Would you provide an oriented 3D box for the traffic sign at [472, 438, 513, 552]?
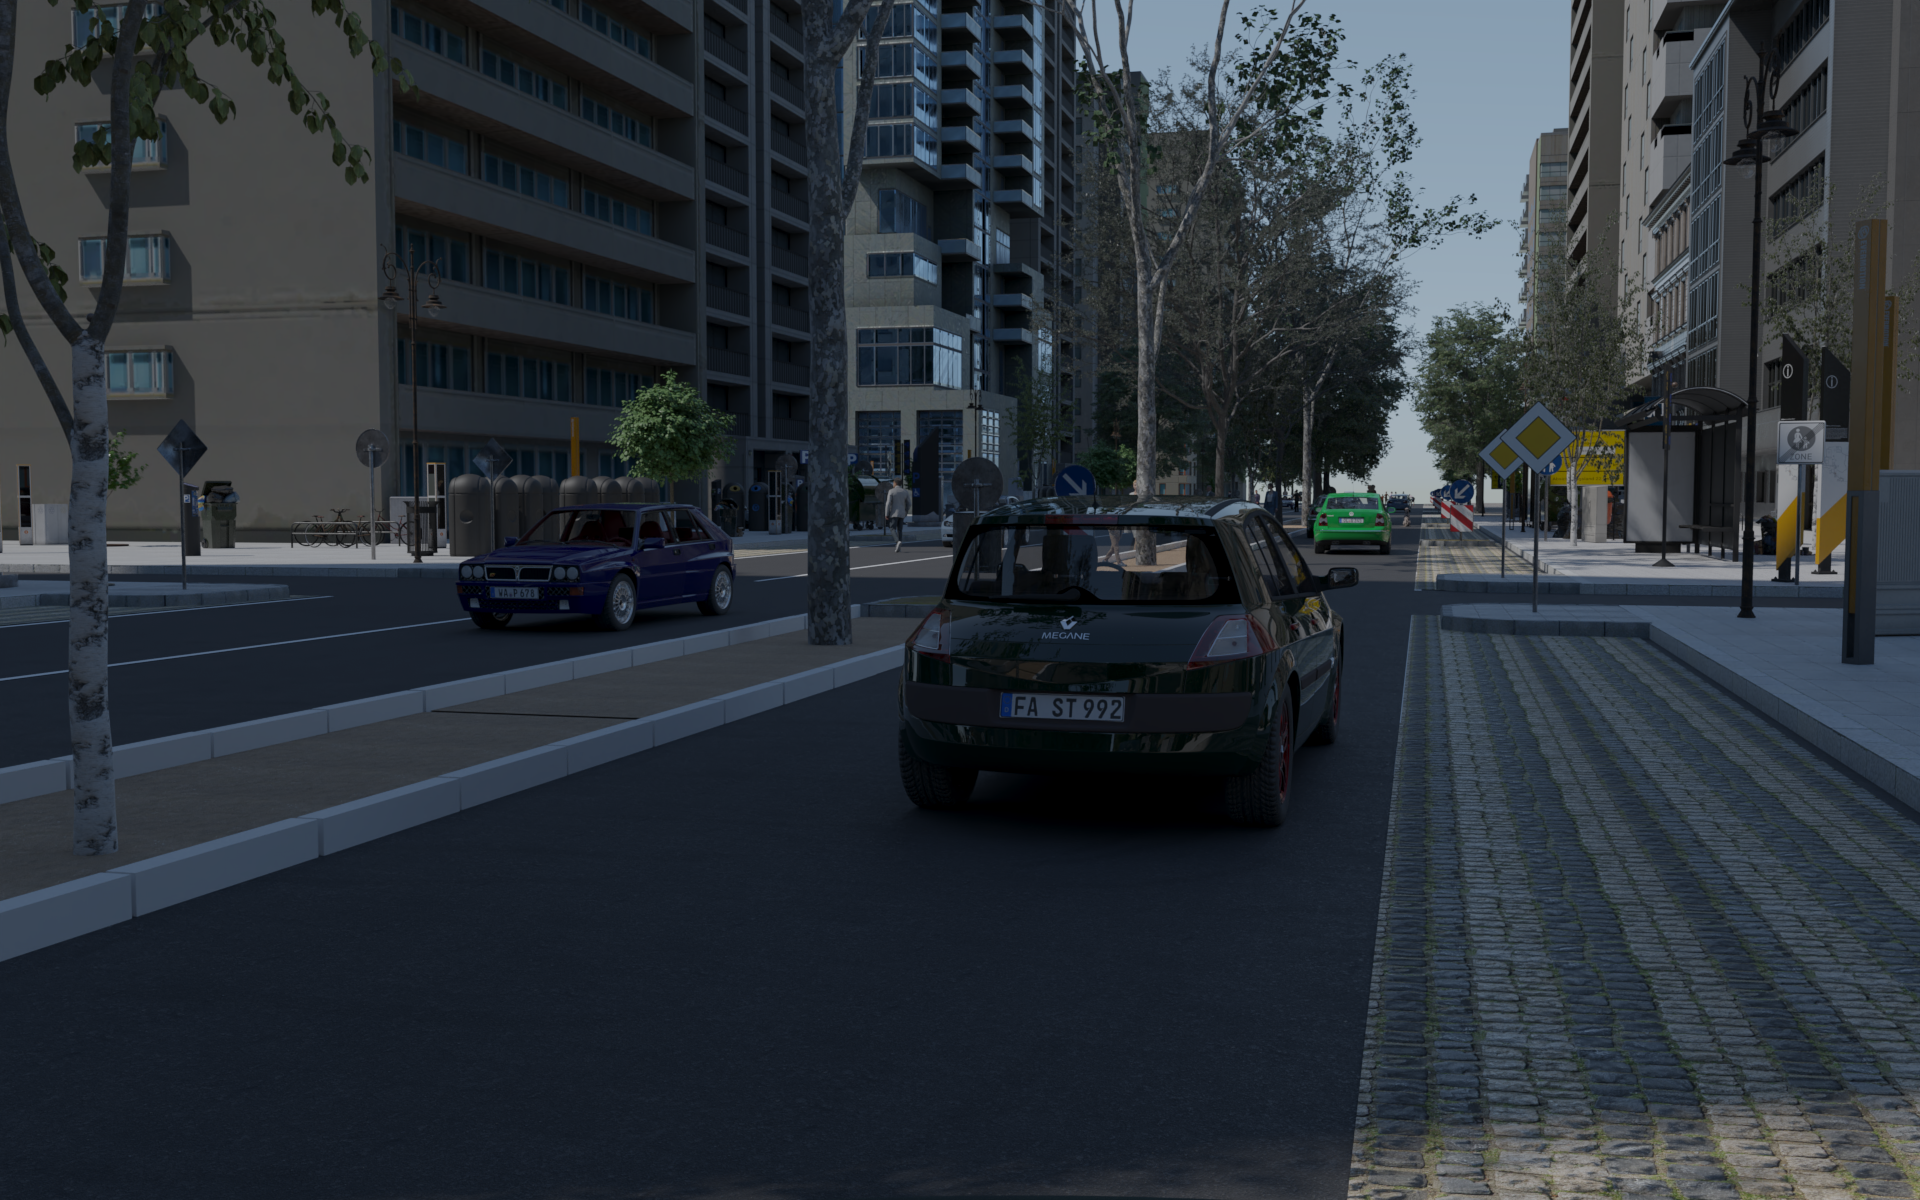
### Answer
[{"bbox_3d":[-8.346,-1.668,30.920,0.795,2.450,0.064,1,4,15],"label":"traffic sign"}]

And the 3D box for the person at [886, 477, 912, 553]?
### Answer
[{"bbox_3d":[-1.497,-2.097,42.627,0.661,1.843,0.795,-1,4,-23],"label":"person"}]

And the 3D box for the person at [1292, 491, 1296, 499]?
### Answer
[{"bbox_3d":[41.131,-12.482,212.577,1.348,1.824,0.705,3,4,37],"label":"person"}]

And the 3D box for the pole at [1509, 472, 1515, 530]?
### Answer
[{"bbox_3d":[19.670,-4.148,61.668,0.158,3.312,0.155,0,3,0],"label":"pole"}]

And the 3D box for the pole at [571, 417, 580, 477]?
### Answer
[{"bbox_3d":[-10.225,-3.194,46.066,0.158,3.312,0.155,0,3,0],"label":"pole"}]

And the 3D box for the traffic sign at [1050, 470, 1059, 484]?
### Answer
[{"bbox_3d":[5.298,-5.771,94.352,0.884,2.594,0.081,1,4,18],"label":"traffic sign"}]

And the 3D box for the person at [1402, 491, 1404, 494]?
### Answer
[{"bbox_3d":[65.127,-15.033,254.305,1.348,1.823,0.705,-1,4,-16],"label":"person"}]

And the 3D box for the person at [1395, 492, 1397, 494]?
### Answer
[{"bbox_3d":[55.614,-12.977,221.386,1.217,1.736,0.721,-3,5,-40],"label":"person"}]

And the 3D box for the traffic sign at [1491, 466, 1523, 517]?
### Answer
[{"bbox_3d":[30.297,-6.182,94.942,2.265,3.308,0.079,1,4,18],"label":"traffic sign"}]

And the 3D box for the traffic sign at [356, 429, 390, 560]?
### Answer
[{"bbox_3d":[-11.463,-2.059,33.777,0.768,2.556,0.104,1,4,17],"label":"traffic sign"}]

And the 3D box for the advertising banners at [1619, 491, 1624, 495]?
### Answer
[{"bbox_3d":[35.918,-6.022,94.647,2.074,3.025,0.090,0,4,-3],"label":"advertising banners"}]

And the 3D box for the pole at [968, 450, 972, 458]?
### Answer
[{"bbox_3d":[0.438,-5.237,79.475,0.158,3.312,0.155,0,3,0],"label":"pole"}]

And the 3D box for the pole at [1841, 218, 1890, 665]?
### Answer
[{"bbox_3d":[6.783,-1.171,12.984,0.158,3.312,0.155,0,3,0],"label":"pole"}]

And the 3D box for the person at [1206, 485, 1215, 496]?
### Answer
[{"bbox_3d":[9.735,-3.609,67.906,0.834,1.777,0.661,-2,4,-31],"label":"person"}]

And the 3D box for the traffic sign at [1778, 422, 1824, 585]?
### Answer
[{"bbox_3d":[11.796,-1.359,24.345,0.606,2.300,0.079,1,4,20],"label":"traffic sign"}]

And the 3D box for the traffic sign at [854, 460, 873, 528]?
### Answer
[{"bbox_3d":[-3.665,-4.006,65.605,0.768,2.556,0.104,1,4,19],"label":"traffic sign"}]

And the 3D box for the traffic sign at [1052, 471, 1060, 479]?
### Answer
[{"bbox_3d":[5.509,-5.916,96.829,0.768,2.556,0.104,1,4,17],"label":"traffic sign"}]

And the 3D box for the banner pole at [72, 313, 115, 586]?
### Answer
[{"bbox_3d":[-12.002,-2.068,23.834,0.401,3.779,0.863,0,4,-4],"label":"banner pole"}]

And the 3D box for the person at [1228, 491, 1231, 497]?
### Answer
[{"bbox_3d":[23.046,-8.512,148.476,0.445,1.727,0.742,0,4,-4],"label":"person"}]

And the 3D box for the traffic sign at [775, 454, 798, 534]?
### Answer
[{"bbox_3d":[-5.591,-3.398,55.658,0.768,2.556,0.104,1,4,17],"label":"traffic sign"}]

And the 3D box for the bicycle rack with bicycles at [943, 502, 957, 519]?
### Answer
[{"bbox_3d":[-1.173,-4.198,82.016,2.852,0.926,2.925,2,4,23],"label":"bicycle rack with bicycles"}]

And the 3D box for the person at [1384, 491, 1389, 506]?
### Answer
[{"bbox_3d":[51.296,-12.211,208.674,0.721,1.766,1.217,-3,5,-40],"label":"person"}]

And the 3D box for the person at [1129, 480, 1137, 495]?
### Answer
[{"bbox_3d":[4.460,-2.108,43.314,0.624,1.780,0.694,-3,4,-38],"label":"person"}]

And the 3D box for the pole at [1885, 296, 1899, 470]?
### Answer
[{"bbox_3d":[9.583,-1.475,17.965,0.158,3.312,0.155,0,3,0],"label":"pole"}]

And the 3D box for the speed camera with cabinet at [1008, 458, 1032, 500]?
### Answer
[{"bbox_3d":[3.541,-6.250,96.527,0.660,3.252,2.038,3,5,42],"label":"speed camera with cabinet"}]

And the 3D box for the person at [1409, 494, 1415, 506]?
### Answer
[{"bbox_3d":[53.271,-11.784,204.355,0.799,1.438,0.628,1,4,15],"label":"person"}]

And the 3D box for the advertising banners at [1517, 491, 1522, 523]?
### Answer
[{"bbox_3d":[25.905,-4.977,77.566,2.074,3.025,0.090,-1,4,-16],"label":"advertising banners"}]

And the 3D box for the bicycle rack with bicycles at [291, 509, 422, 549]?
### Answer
[{"bbox_3d":[-14.917,-1.746,41.928,2.925,0.926,2.852,1,4,16],"label":"bicycle rack with bicycles"}]

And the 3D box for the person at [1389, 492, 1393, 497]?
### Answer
[{"bbox_3d":[46.939,-10.941,188.321,0.436,1.711,0.756,0,4,7],"label":"person"}]

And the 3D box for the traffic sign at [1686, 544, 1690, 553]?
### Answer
[{"bbox_3d":[15.970,-2.311,37.898,0.768,2.556,0.104,1,4,21],"label":"traffic sign"}]

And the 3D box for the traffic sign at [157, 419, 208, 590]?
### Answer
[{"bbox_3d":[-10.417,-1.197,23.207,0.795,2.450,0.064,1,4,15],"label":"traffic sign"}]

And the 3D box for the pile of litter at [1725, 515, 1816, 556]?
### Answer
[{"bbox_3d":[17.146,-1.384,36.598,1.176,0.858,1.719,-3,5,-40],"label":"pile of litter"}]

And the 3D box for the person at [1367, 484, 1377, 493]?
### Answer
[{"bbox_3d":[16.991,-3.859,71.565,0.573,1.828,0.580,-2,4,-32],"label":"person"}]

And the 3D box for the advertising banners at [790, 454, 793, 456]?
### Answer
[{"bbox_3d":[-7.190,-4.935,76.877,0.090,3.025,2.074,1,4,21],"label":"advertising banners"}]

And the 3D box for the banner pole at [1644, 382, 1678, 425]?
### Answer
[{"bbox_3d":[15.781,-2.993,38.945,0.863,3.779,0.401,2,4,29],"label":"banner pole"}]

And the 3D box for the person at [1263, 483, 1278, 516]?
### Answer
[{"bbox_3d":[11.017,-3.224,61.239,0.654,1.822,0.581,-3,5,-41],"label":"person"}]

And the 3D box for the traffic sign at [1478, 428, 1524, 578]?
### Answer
[{"bbox_3d":[8.305,-1.395,26.447,0.795,2.450,0.064,1,4,15],"label":"traffic sign"}]

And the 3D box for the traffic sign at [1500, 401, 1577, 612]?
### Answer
[{"bbox_3d":[6.235,-0.923,18.734,0.795,2.450,0.064,1,4,15],"label":"traffic sign"}]

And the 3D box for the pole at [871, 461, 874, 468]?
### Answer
[{"bbox_3d":[-5.424,-6.927,107.093,0.158,3.312,0.155,0,3,0],"label":"pole"}]

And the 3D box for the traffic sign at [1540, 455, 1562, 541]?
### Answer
[{"bbox_3d":[16.010,-2.885,47.272,0.768,2.556,0.104,1,4,16],"label":"traffic sign"}]

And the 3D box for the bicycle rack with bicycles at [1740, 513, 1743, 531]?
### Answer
[{"bbox_3d":[26.114,-2.898,60.759,2.852,0.926,2.925,-1,4,-20],"label":"bicycle rack with bicycles"}]

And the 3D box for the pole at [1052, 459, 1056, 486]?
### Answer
[{"bbox_3d":[5.395,-6.466,99.555,0.158,3.312,0.155,0,3,0],"label":"pole"}]

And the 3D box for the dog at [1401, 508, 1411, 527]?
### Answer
[{"bbox_3d":[19.591,-3.636,76.291,0.800,0.831,0.513,-3,4,-36],"label":"dog"}]

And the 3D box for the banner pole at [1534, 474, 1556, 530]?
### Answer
[{"bbox_3d":[21.089,-4.428,62.414,0.863,3.779,0.401,-1,4,-8],"label":"banner pole"}]

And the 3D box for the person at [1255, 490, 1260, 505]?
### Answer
[{"bbox_3d":[19.112,-6.253,111.648,0.530,1.710,0.541,-2,4,-30],"label":"person"}]

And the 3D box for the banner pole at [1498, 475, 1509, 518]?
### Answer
[{"bbox_3d":[28.804,-6.215,91.631,0.863,3.779,0.401,-1,4,-15],"label":"banner pole"}]

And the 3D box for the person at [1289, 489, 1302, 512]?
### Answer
[{"bbox_3d":[26.839,-7.922,138.168,1.348,1.807,0.705,-2,4,-34],"label":"person"}]

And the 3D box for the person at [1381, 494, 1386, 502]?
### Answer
[{"bbox_3d":[48.679,-11.486,199.554,1.065,1.426,0.557,1,4,15],"label":"person"}]

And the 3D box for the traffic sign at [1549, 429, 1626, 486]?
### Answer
[{"bbox_3d":[19.865,-3.732,54.897,2.265,3.308,0.079,1,4,22],"label":"traffic sign"}]

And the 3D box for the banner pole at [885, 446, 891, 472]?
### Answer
[{"bbox_3d":[-3.707,-6.062,89.134,0.401,3.779,0.863,-2,4,-28],"label":"banner pole"}]
